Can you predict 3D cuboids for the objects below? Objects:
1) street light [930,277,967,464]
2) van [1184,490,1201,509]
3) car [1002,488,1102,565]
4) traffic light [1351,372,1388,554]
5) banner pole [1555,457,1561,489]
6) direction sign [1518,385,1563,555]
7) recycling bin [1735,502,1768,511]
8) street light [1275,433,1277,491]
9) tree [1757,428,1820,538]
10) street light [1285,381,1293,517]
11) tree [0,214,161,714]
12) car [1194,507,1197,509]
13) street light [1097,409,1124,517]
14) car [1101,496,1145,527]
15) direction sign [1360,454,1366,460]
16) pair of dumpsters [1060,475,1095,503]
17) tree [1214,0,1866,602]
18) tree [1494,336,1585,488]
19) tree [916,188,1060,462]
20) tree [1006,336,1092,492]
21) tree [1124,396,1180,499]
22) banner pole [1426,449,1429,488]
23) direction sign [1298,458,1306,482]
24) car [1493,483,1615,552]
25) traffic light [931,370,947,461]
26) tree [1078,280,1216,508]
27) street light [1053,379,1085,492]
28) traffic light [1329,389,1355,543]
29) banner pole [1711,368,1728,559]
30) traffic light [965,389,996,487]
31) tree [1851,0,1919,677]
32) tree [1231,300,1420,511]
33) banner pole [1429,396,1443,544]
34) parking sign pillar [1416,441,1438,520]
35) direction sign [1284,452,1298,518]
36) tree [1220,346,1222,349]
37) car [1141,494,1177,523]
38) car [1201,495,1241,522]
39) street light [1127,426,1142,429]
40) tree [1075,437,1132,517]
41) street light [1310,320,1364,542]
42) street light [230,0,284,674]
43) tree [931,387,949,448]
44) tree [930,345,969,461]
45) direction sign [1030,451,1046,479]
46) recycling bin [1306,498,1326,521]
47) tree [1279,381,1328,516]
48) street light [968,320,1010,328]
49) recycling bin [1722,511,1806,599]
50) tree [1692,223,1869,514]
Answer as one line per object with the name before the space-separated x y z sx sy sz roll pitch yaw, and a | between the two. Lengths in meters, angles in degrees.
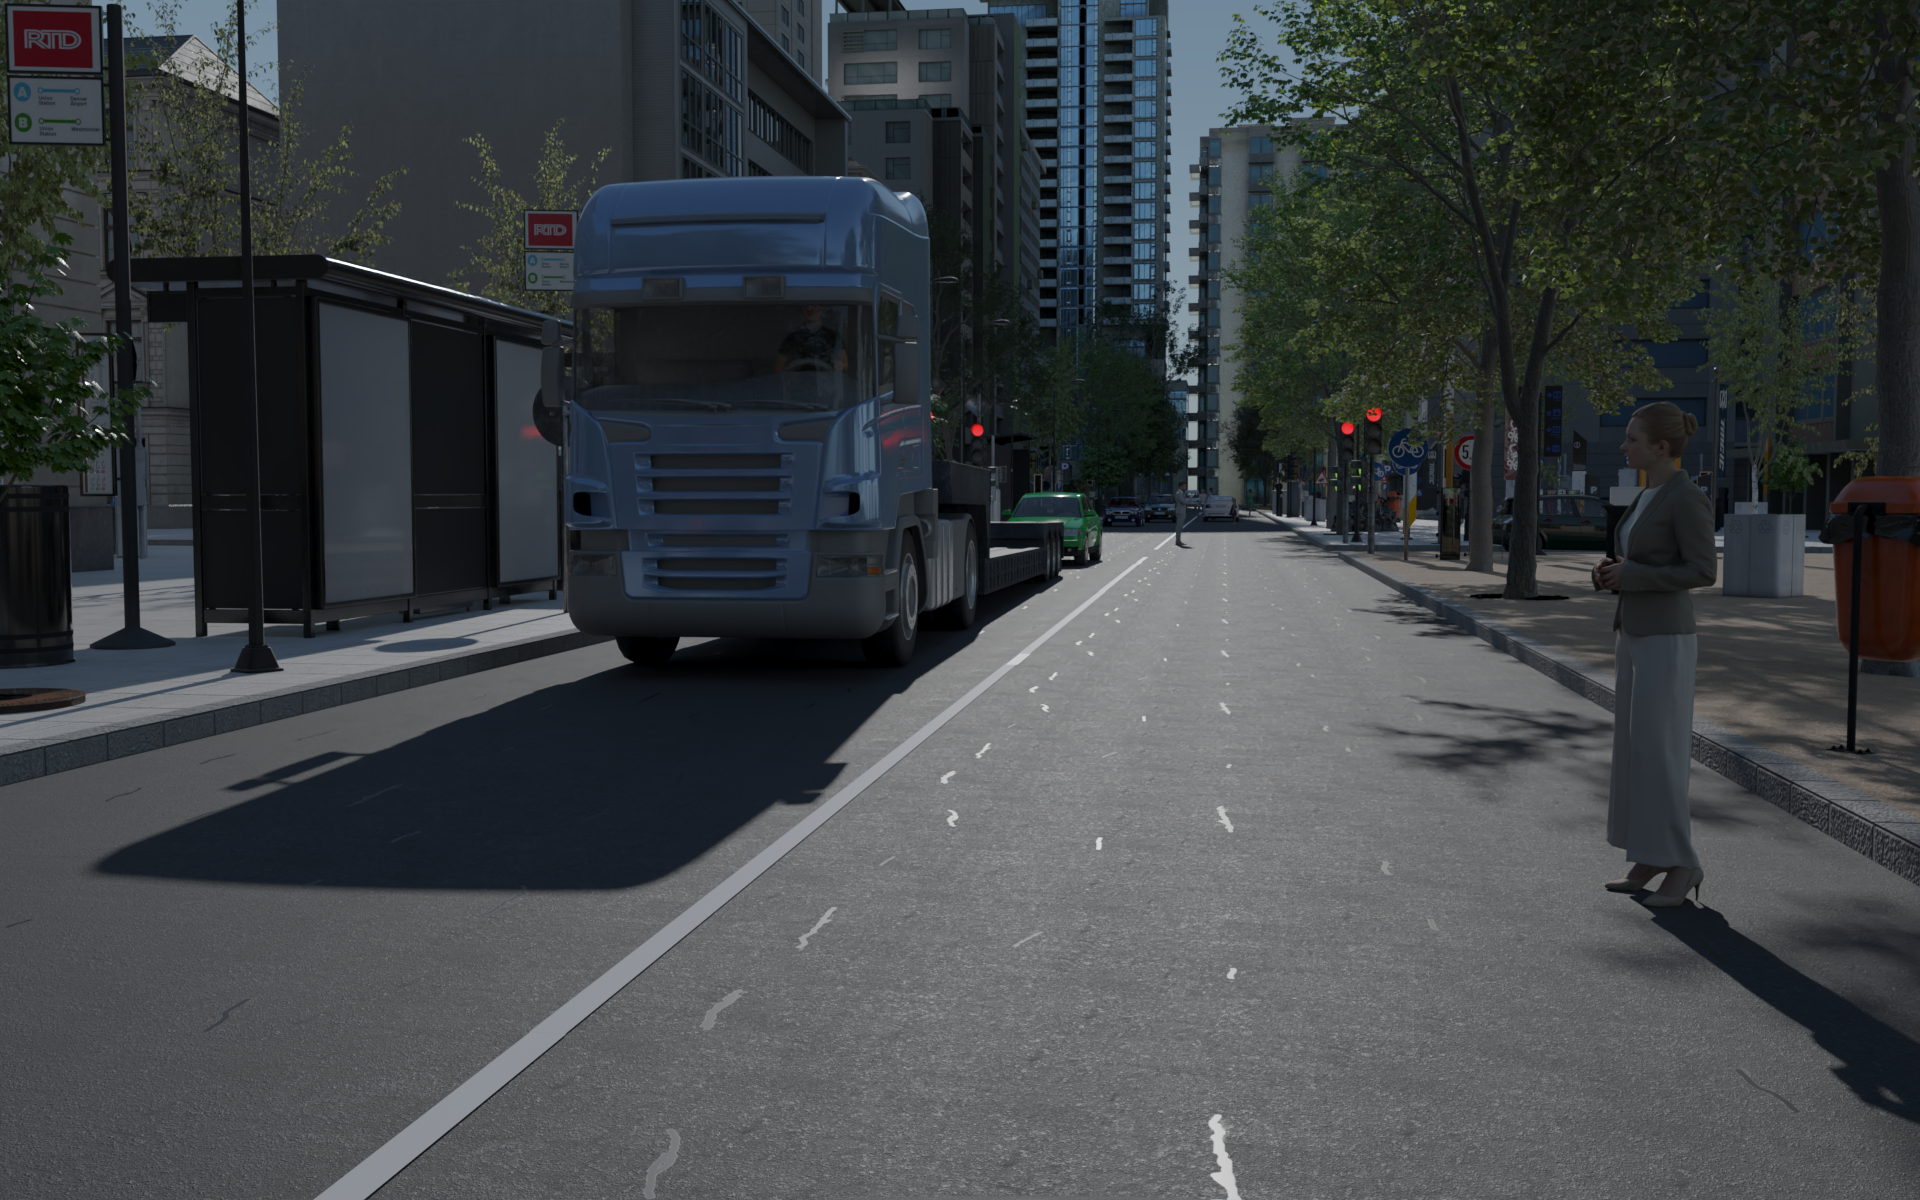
street light | -0.725 -3.960 37.279 1.470 5.913 1.316 1 4 9
van | 22.131 -9.678 165.246 2.013 2.044 4.112 0 4 7
car | 1.940 -1.681 36.276 1.959 1.807 4.718 1 4 10
traffic light | 8.825 -2.950 37.157 0.839 4.253 0.868 1 4 9
banner pole | 26.457 -5.298 76.634 0.401 3.779 0.863 3 4 36
direction sign | 12.140 -2.711 36.329 0.876 3.537 0.379 1 4 19
recycling bin | 24.674 -2.537 54.033 0.722 1.027 0.722 -3 4 -38
street light | 17.661 -7.508 95.296 1.470 5.913 1.316 1 4 9
tree | 24.600 -3.466 51.267 1.663 3.219 1.824 0 3 0
street light | 13.946 -6.007 70.755 1.470 5.913 1.316 1 4 9
tree | -5.819 -0.960 10.291 1.663 3.219 1.824 0 3 0
car | 22.726 -9.818 172.884 2.083 1.381 4.827 0 4 7
street light | 8.148 -7.483 94.882 1.470 5.913 1.316 1 4 9
car | 7.299 -3.952 77.191 1.945 1.354 3.894 1 4 8
direction sign | 22.753 -6.500 98.274 0.379 3.537 0.876 -1 4 -22
pair of dumpsters | 5.833 -5.129 86.345 1.574 2.255 4.437 1 4 9
tree | 6.770 -5.808 20.710 9.928 11.665 9.643 0 3 0
tree | 23.442 -7.409 71.505 4.737 8.622 4.395 0 3 0
tree | -0.335 -7.245 52.873 8.767 10.594 7.601 -3 5 -43
tree | 4.302 -8.018 81.453 4.737 8.622 4.395 0 3 0
tree | 19.515 -16.072 180.910 7.486 12.596 7.792 0 3 0
banner pole | 23.189 -5.782 84.551 0.863 3.779 0.401 1 4 13
direction sign | 21.249 -7.132 108.606 0.876 3.537 0.379 2 4 27
car | 14.278 -1.823 39.593 4.222 1.686 2.009 1 4 9
traffic light | -0.679 -3.038 38.590 0.839 4.253 0.868 1 4 9
tree | 17.466 -18.058 151.142 12.611 20.169 13.585 0 3 0
street light | 4.359 -5.985 70.401 1.470 5.913 1.316 1 4 9
traffic light | 10.032 -3.433 45.051 0.839 4.253 0.868 1 4 9
banner pole | 15.136 -2.724 34.550 0.401 3.779 0.863 3 5 43
traffic light | 0.529 -3.521 46.484 0.839 4.253 0.868 1 4 9
tree | 6.274 -5.746 12.071 7.486 12.596 7.792 0 3 0
tree | 17.107 -8.787 78.088 7.601 10.594 8.767 0 4 -4
banner pole | 12.346 -3.333 44.511 0.401 3.779 0.863 1 4 16
parking sign pillar | 23.631 -6.068 87.690 1.447 3.967 1.447 -3 5 -42
direction sign | 17.758 -6.217 93.649 0.379 3.537 0.876 -1 4 -17
tree | 13.313 -8.897 63.600 7.486 12.596 7.792 0 3 0
car | 10.216 -4.787 88.052 2.009 1.686 4.222 1 4 9
car | 13.710 -4.810 91.005 2.083 1.381 4.827 1 4 8
street light | 11.766 -8.954 118.941 1.470 5.913 1.316 1 4 9
tree | 8.193 -7.044 98.876 4.285 4.588 4.351 0 3 0
street light | 10.070 -4.505 46.203 1.470 5.913 1.316 1 4 9
street light | -4.555 -2.430 12.271 1.470 5.913 1.316 1 4 9
tree | -1.872 -3.105 34.479 4.285 4.588 4.351 0 3 0
tree | -1.696 -8.181 84.128 4.737 8.622 4.395 0 3 0
direction sign | 4.028 -6.008 90.225 0.876 3.537 0.379 -1 4 -10
recycling bin | 16.821 -4.237 81.835 0.722 1.027 0.722 2 4 34
tree | 20.361 -9.291 102.267 4.737 8.622 4.395 0 3 0
street light | 0.636 -4.515 46.358 1.470 5.913 1.316 1 4 9
recycling bin | 10.074 -0.560 21.708 0.722 1.027 0.722 -3 4 -39
tree | 21.140 -5.823 45.561 4.737 8.622 4.395 0 3 0
